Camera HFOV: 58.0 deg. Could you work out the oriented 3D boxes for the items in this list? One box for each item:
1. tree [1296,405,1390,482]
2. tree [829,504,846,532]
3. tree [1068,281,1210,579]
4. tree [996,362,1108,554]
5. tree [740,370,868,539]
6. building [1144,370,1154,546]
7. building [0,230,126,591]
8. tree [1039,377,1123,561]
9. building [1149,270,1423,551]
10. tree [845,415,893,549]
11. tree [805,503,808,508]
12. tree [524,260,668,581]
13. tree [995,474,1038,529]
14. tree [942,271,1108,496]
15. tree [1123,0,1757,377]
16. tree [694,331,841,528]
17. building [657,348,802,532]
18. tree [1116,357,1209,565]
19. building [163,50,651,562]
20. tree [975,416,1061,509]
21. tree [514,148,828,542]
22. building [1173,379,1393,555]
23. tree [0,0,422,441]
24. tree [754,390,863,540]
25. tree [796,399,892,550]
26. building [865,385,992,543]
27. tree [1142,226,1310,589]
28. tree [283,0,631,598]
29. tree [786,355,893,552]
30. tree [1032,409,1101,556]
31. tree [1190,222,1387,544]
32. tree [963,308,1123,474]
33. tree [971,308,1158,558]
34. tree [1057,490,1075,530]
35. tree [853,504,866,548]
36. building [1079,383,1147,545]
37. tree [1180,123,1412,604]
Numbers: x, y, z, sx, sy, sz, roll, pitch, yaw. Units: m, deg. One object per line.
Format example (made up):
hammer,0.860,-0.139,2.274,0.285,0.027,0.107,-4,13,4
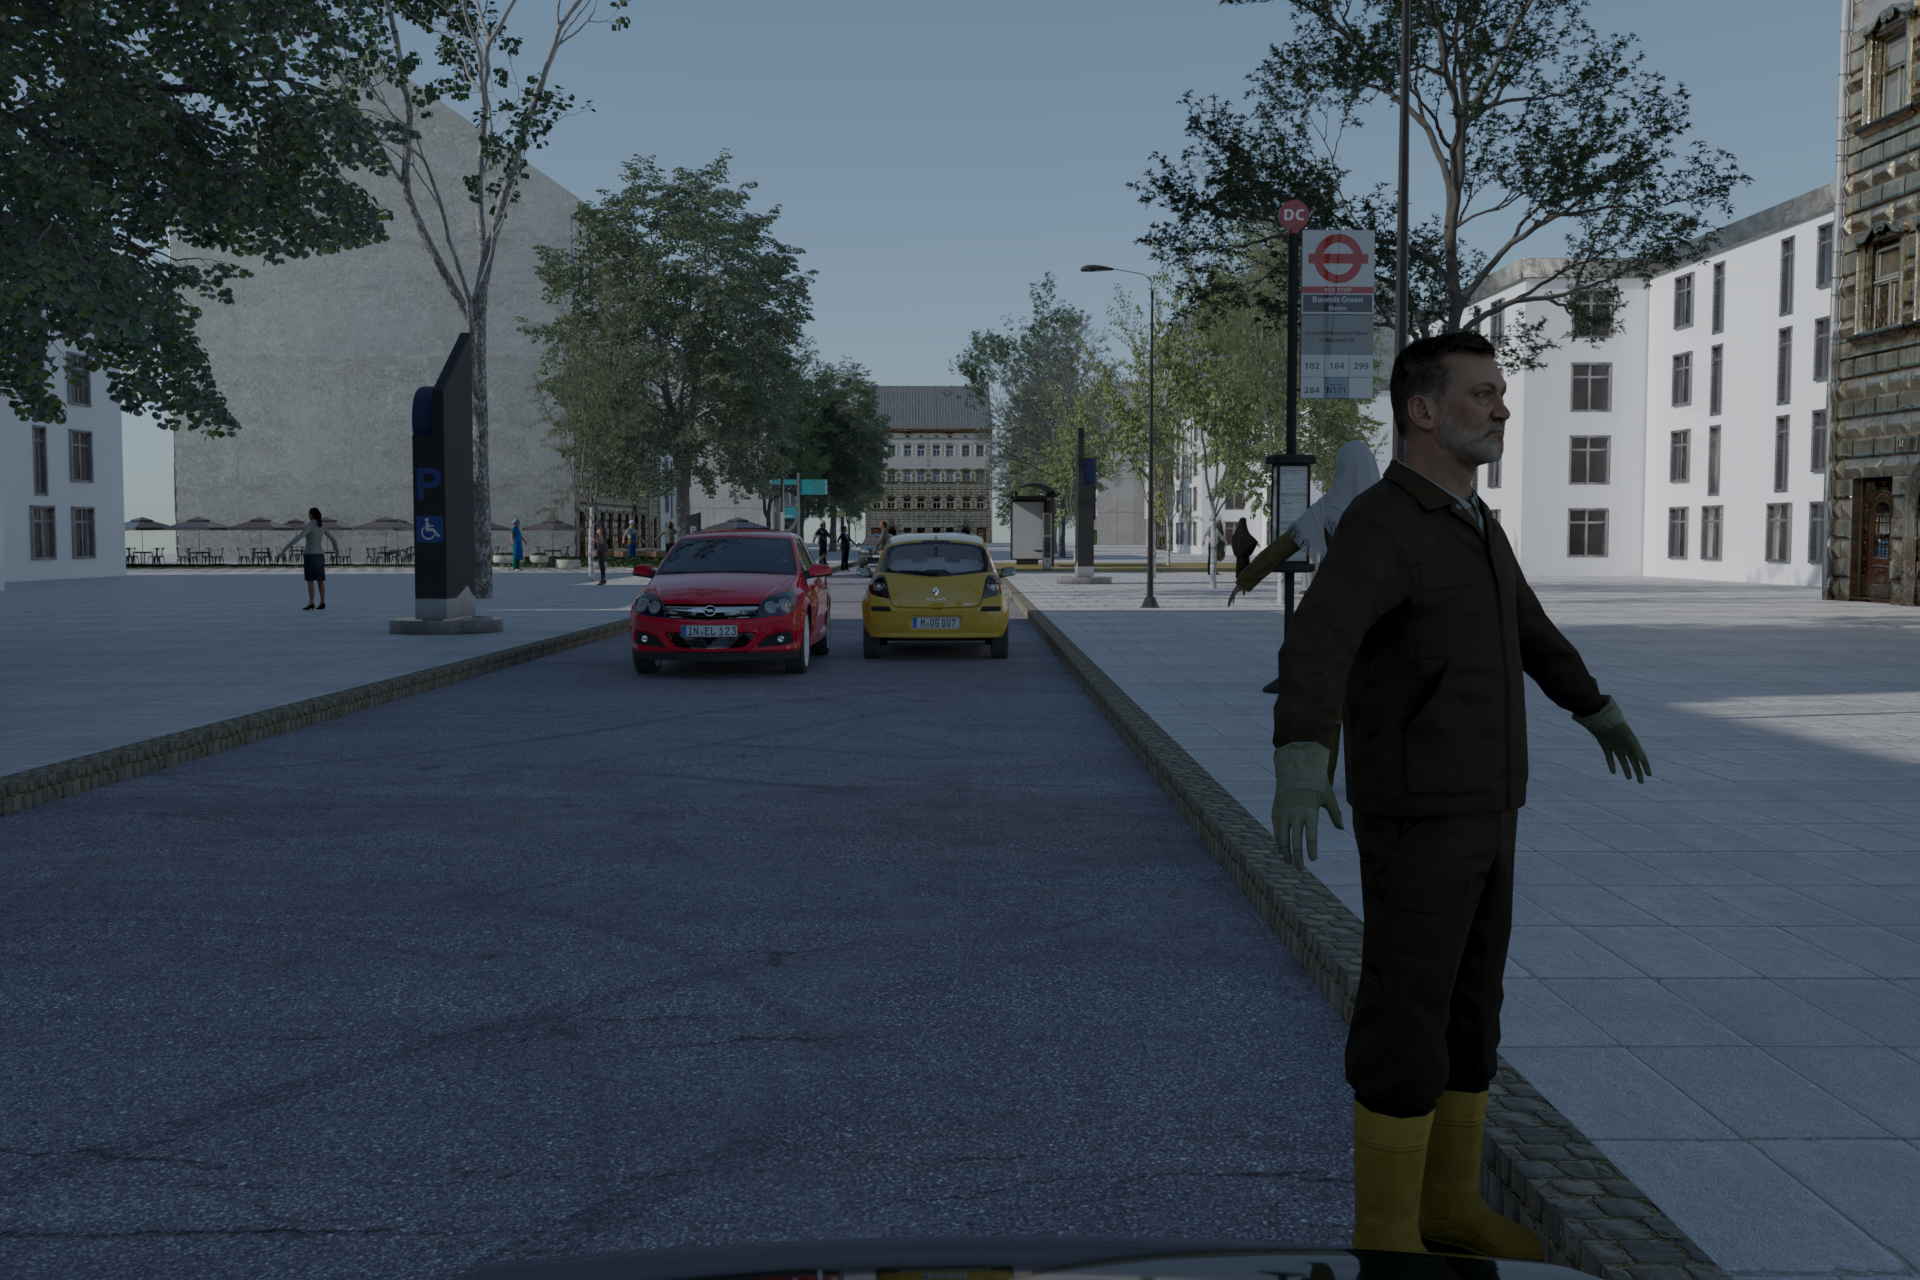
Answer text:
tree,16.200,-7.612,74.815,4.737,8.622,4.395,0,3,0
tree,-16.802,-18.490,252.672,4.360,8.622,3.978,0,3,0
tree,5.363,-6.074,49.680,4.737,8.622,4.395,0,3,0
tree,6.146,-11.938,113.309,7.486,12.596,7.792,0,3,0
tree,-9.254,-10.077,99.168,8.767,10.594,7.601,0,4,5
building,25.569,-20.413,190.177,16.016,20.090,11.380,0,4,1
building,-26.169,-5.933,39.160,9.099,9.664,28.070,0,4,-1
tree,5.581,-8.069,82.294,4.737,8.622,4.395,0,3,0
building,25.199,-18.514,133.634,19.493,23.208,18.063,0,4,0
tree,-9.394,-13.456,145.768,9.928,11.665,9.643,0,3,0
tree,-25.744,-21.118,251.941,9.857,13.997,8.962,0,3,0
tree,-10.059,-5.894,46.735,4.360,8.622,3.978,0,3,0
tree,8.901,-20.651,255.773,7.486,12.596,7.792,0,3,0
tree,5.090,-16.617,127.584,12.611,20.169,13.585,0,3,0
tree,5.449,-5.266,20.519,7.601,10.594,8.767,-1,4,-17
tree,-9.821,-9.937,88.224,9.928,11.665,9.643,0,3,0
building,-26.233,-19.232,180.892,16.747,18.905,31.486,0,4,0
tree,8.726,-7.410,71.523,4.360,8.622,3.978,0,3,0
building,-26.804,-15.731,88.129,19.493,23.208,18.063,0,4,0
tree,6.396,-15.374,161.742,12.009,13.543,11.850,0,3,0
tree,-9.210,-9.174,56.648,9.857,13.997,8.962,0,3,0
building,19.494,-10.140,107.939,9.099,9.664,28.070,0,4,0
tree,-9.461,-6.675,15.795,9.857,13.997,8.962,0,3,0
tree,-9.617,-10.647,108.487,7.601,10.594,8.767,-1,4,-16
tree,-9.283,-13.327,136.029,7.486,12.596,7.792,0,3,0
building,-4.729,-25.783,254.937,18.063,23.208,19.493,0,4,-2
tree,6.053,-5.494,40.196,4.737,8.622,4.395,0,3,0
tree,-11.023,-10.923,34.487,12.611,20.169,13.585,0,3,0
tree,-9.221,-13.358,125.061,9.857,13.997,8.962,0,3,0
tree,6.098,-9.361,103.406,4.737,8.622,4.395,0,3,0
tree,11.282,-8.689,60.199,7.486,12.596,7.792,0,3,0
tree,6.864,-17.642,144.342,12.611,20.169,13.585,0,3,0
tree,5.683,-11.188,93.288,12.009,13.543,11.850,0,3,0
tree,17.139,-20.350,250.849,7.486,12.596,7.792,0,3,0
tree,-9.336,-12.673,157.562,4.360,8.622,3.978,0,3,0
building,23.910,-21.046,210.556,16.747,18.905,31.486,0,3,0
tree,5.892,-4.970,31.619,4.360,8.622,3.978,0,3,0
